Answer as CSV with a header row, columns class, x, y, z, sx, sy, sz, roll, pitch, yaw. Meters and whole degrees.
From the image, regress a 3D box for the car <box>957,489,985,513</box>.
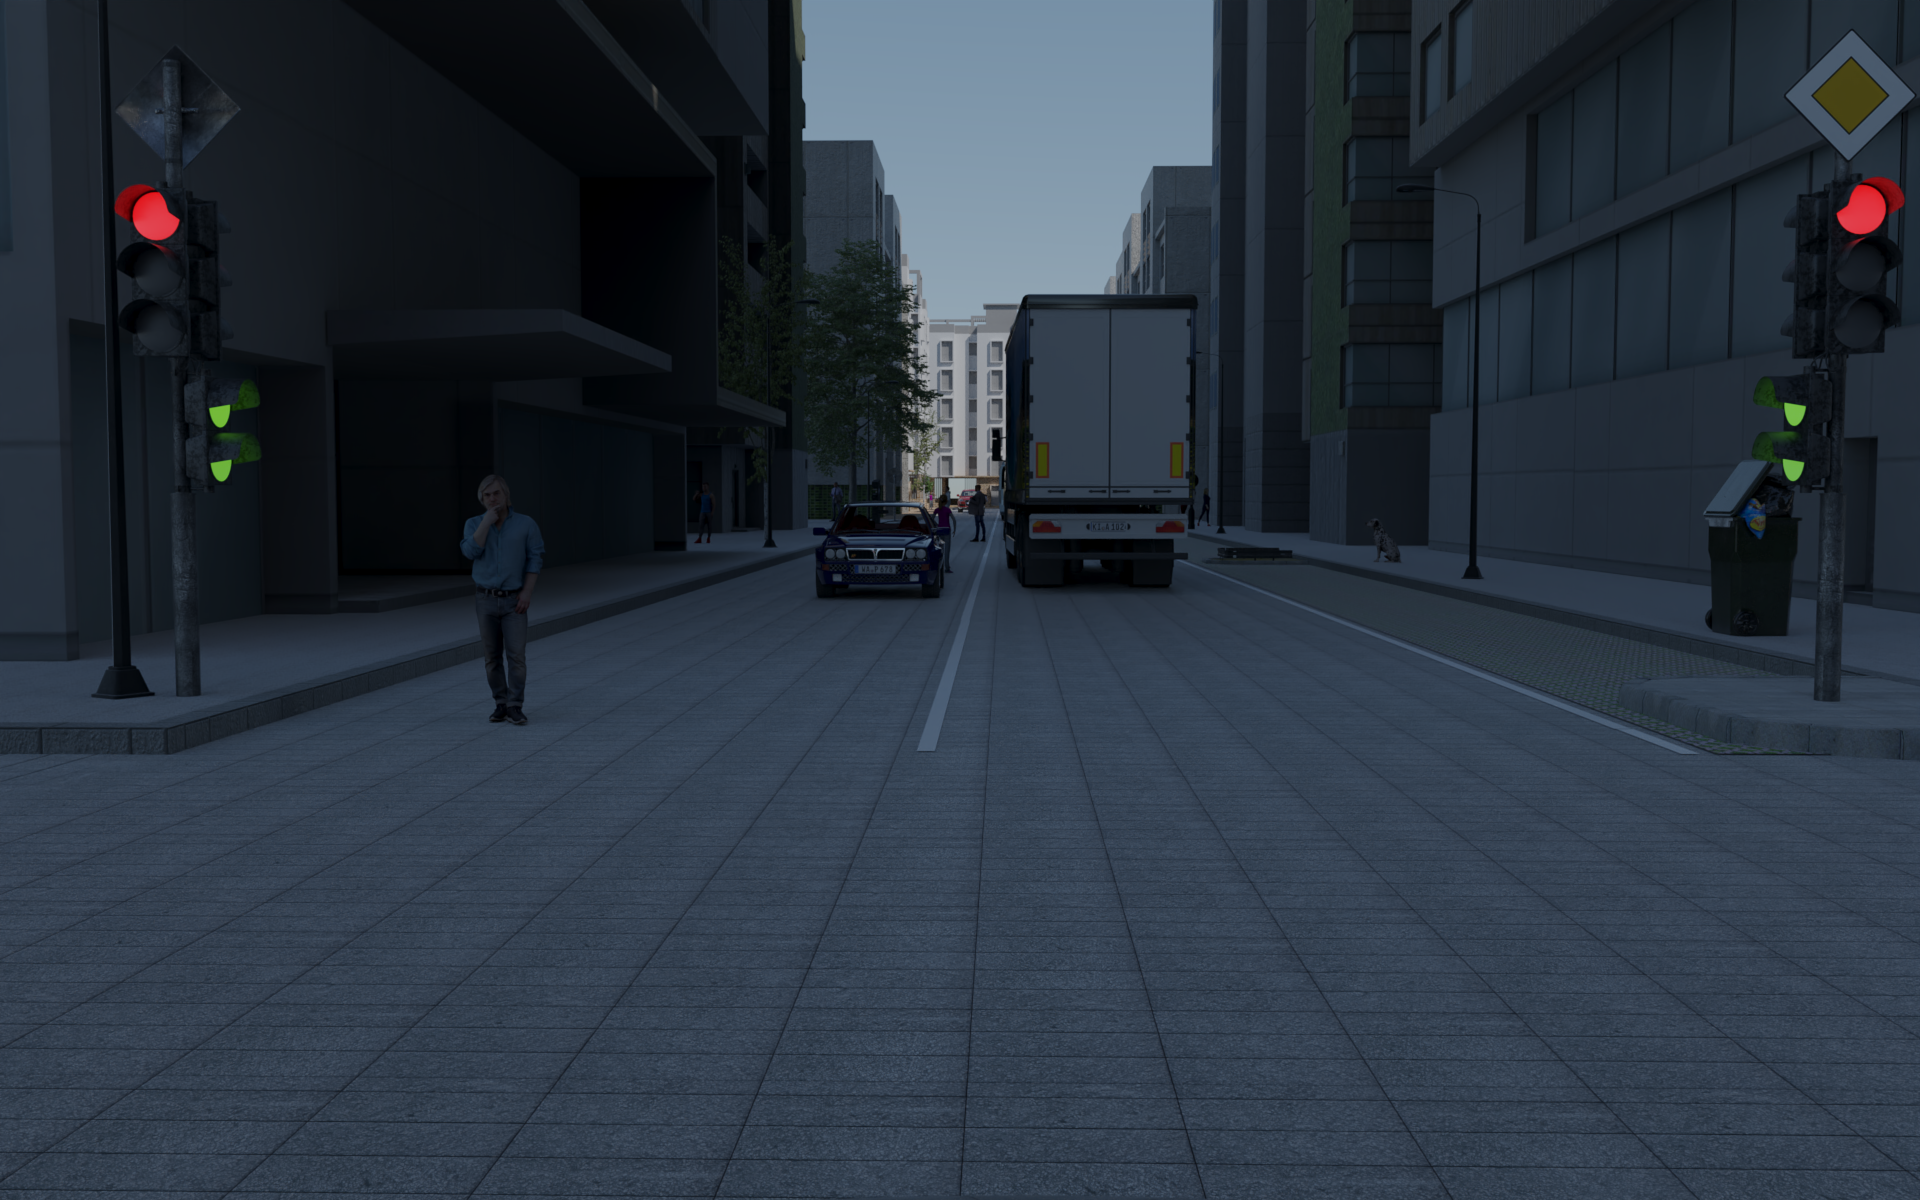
class,x,y,z,sx,sy,sz,roll,pitch,yaw
car,0.896,-7.675,134.160,2.281,1.827,5.304,0,4,2

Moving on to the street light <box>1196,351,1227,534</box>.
class,x,y,z,sx,sy,sz,roll,pitch,yaw
street light,7.942,-5.111,56.107,1.470,5.913,1.316,0,4,1

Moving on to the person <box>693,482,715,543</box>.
class,x,y,z,sx,sy,sz,roll,pitch,yaw
person,-6.702,-2.282,45.223,0.647,1.594,0.662,1,4,12

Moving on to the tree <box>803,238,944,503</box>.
class,x,y,z,sx,sy,sz,roll,pitch,yaw
tree,-4.574,-9.706,76.824,7.486,12.596,7.792,0,3,0

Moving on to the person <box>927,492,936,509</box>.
class,x,y,z,sx,sy,sz,roll,pitch,yaw
person,-2.408,-8.306,145.067,0.991,1.433,0.599,-3,4,-36

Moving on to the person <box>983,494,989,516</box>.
class,x,y,z,sx,sy,sz,roll,pitch,yaw
person,1.589,-6.211,113.242,0.628,1.438,0.799,0,4,0

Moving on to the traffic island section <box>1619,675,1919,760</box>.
class,x,y,z,sx,sy,sz,roll,pitch,yaw
traffic island section,5.408,0.705,10.761,2.009,0.180,2.903,0,4,1

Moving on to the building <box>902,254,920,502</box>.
class,x,y,z,sx,sy,sz,roll,pitch,yaw
building,-11.329,-16.405,124.634,16.016,20.091,11.380,0,4,1

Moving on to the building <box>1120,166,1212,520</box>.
class,x,y,z,sx,sy,sz,roll,pitch,yaw
building,18.966,-14.397,101.842,16.747,18.905,31.486,0,4,1

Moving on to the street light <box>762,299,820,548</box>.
class,x,y,z,sx,sy,sz,roll,pitch,yaw
street light,-4.026,-4.212,41.403,1.470,5.913,1.316,0,4,1

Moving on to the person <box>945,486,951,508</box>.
class,x,y,z,sx,sy,sz,roll,pitch,yaw
person,-0.691,-4.618,84.152,0.789,1.805,0.875,0,4,-4

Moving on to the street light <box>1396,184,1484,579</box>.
class,x,y,z,sx,sy,sz,roll,pitch,yaw
street light,7.228,-3.275,26.090,1.470,5.913,1.316,0,4,1

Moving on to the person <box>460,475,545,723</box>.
class,x,y,z,sx,sy,sz,roll,pitch,yaw
person,-2.864,-0.012,10.907,0.499,1.552,0.429,1,4,18

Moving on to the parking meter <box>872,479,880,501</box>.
class,x,y,z,sx,sy,sz,roll,pitch,yaw
parking meter,-3.351,-3.878,69.112,0.255,1.863,0.399,1,4,14

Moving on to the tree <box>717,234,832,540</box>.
class,x,y,z,sx,sy,sz,roll,pitch,yaw
tree,-5.645,-5.988,48.271,4.737,8.622,4.395,0,3,0

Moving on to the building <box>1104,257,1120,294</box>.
class,x,y,z,sx,sy,sz,roll,pitch,yaw
building,20.330,-16.317,133.244,16.747,18.905,31.486,0,4,1

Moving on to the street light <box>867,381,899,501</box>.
class,x,y,z,sx,sy,sz,roll,pitch,yaw
street light,-3.212,-6.027,71.078,1.470,5.913,1.316,0,4,1

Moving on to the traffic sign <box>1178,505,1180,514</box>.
class,x,y,z,sx,sy,sz,roll,pitch,yaw
traffic sign,8.559,-4.134,67.702,0.768,2.556,0.104,0,4,6

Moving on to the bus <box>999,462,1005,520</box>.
class,x,y,z,sx,sy,sz,roll,pitch,yaw
bus,3.610,-6.318,98.163,2.948,3.499,13.247,0,4,2

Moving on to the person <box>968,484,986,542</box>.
class,x,y,z,sx,sy,sz,roll,pitch,yaw
person,0.511,-2.604,51.897,0.431,1.722,0.655,2,4,34

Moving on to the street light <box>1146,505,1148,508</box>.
class,x,y,z,sx,sy,sz,roll,pitch,yaw
street light,8.742,-6.923,85.733,1.470,5.913,1.316,0,4,1

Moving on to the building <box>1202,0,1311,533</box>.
class,x,y,z,sx,sy,sz,roll,pitch,yaw
building,20.841,-32.254,69.350,21.231,58.520,28.212,0,4,1

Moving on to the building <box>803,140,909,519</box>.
class,x,y,z,sx,sy,sz,roll,pitch,yaw
building,-12.306,-14.454,102.780,16.747,18.905,31.486,0,4,1

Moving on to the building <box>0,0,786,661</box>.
class,x,y,z,sx,sy,sz,roll,pitch,yaw
building,-17.597,-26.601,24.163,28.713,52.752,27.495,0,4,1

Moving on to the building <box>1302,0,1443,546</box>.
class,x,y,z,sx,sy,sz,roll,pitch,yaw
building,16.785,-22.316,48.465,14.154,41.232,14.086,0,4,1

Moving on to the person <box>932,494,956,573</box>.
class,x,y,z,sx,sy,sz,roll,pitch,yaw
person,-0.228,-1.213,31.566,0.726,1.435,0.776,2,4,26

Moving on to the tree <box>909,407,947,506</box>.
class,x,y,z,sx,sy,sz,roll,pitch,yaw
tree,-3.138,-11.536,138.983,4.737,8.622,4.395,0,3,0

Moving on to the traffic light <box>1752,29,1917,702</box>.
class,x,y,z,sx,sy,sz,roll,pitch,yaw
traffic light,5.368,-1.329,10.649,0.839,4.253,0.868,0,4,1

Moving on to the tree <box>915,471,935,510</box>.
class,x,y,z,sx,sy,sz,roll,pitch,yaw
tree,-2.918,-9.099,143.376,1.663,3.219,1.824,0,3,0

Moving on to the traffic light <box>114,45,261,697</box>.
class,x,y,z,sx,sy,sz,roll,pitch,yaw
traffic light,-4.890,-1.344,10.895,0.839,4.253,0.868,0,4,1

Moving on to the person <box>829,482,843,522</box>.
class,x,y,z,sx,sy,sz,roll,pitch,yaw
person,-5.784,-4.535,80.062,0.709,1.838,0.599,2,4,27

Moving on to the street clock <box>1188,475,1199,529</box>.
class,x,y,z,sx,sy,sz,roll,pitch,yaw
street clock,8.426,-3.574,63.007,0.471,2.002,0.358,-2,4,-30

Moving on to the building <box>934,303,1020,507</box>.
class,x,y,z,sx,sy,sz,roll,pitch,yaw
building,0.403,-19.699,178.493,11.380,20.091,16.016,0,4,1

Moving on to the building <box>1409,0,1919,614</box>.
class,x,y,z,sx,sy,sz,roll,pitch,yaw
building,22.729,-26.609,24.298,27.495,52.752,28.713,0,4,1

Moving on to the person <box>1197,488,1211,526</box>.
class,x,y,z,sx,sy,sz,roll,pitch,yaw
person,9.734,-3.695,68.992,0.613,1.512,0.480,1,4,21

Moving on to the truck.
class,x,y,z,sx,sy,sz,roll,pitch,yaw
truck,2.072,-2.507,29.897,2.839,4.237,11.283,0,4,0

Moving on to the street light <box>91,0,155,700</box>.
class,x,y,z,sx,sy,sz,roll,pitch,yaw
street light,-4.767,-2.339,10.783,1.470,5.913,1.316,0,4,1

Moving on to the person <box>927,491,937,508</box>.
class,x,y,z,sx,sy,sz,roll,pitch,yaw
person,-2.710,-9.506,162.182,1.217,1.735,0.721,2,4,24

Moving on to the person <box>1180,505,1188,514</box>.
class,x,y,z,sx,sy,sz,roll,pitch,yaw
person,9.213,-3.931,71.778,0.517,1.644,0.566,0,4,-1

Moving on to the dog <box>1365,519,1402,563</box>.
class,x,y,z,sx,sy,sz,roll,pitch,yaw
dog,8.058,-1.108,32.493,0.513,0.831,0.800,-2,4,-29

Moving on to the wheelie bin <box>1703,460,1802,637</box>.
class,x,y,z,sx,sy,sz,roll,pitch,yaw
wheelie bin,7.257,-0.487,15.864,0.693,1.594,0.980,0,4,1

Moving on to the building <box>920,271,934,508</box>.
class,x,y,z,sx,sy,sz,roll,pitch,yaw
building,-8.544,-18.134,152.917,11.380,20.091,16.016,0,4,1

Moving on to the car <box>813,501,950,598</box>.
class,x,y,z,sx,sy,sz,roll,pitch,yaw
car,-1.110,-0.766,25.105,1.945,1.354,3.894,0,4,1

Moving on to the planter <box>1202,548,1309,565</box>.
class,x,y,z,sx,sy,sz,roll,pitch,yaw
planter,6.039,-0.898,35.816,1.991,0.319,1.994,0,4,1

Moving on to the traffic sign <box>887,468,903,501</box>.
class,x,y,z,sx,sy,sz,roll,pitch,yaw
traffic sign,-3.156,-5.114,83.720,0.768,2.556,0.104,0,4,2

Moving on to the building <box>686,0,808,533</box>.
class,x,y,z,sx,sy,sz,roll,pitch,yaw
building,-13.032,-17.568,58.942,14.160,30.474,14.107,0,4,1
